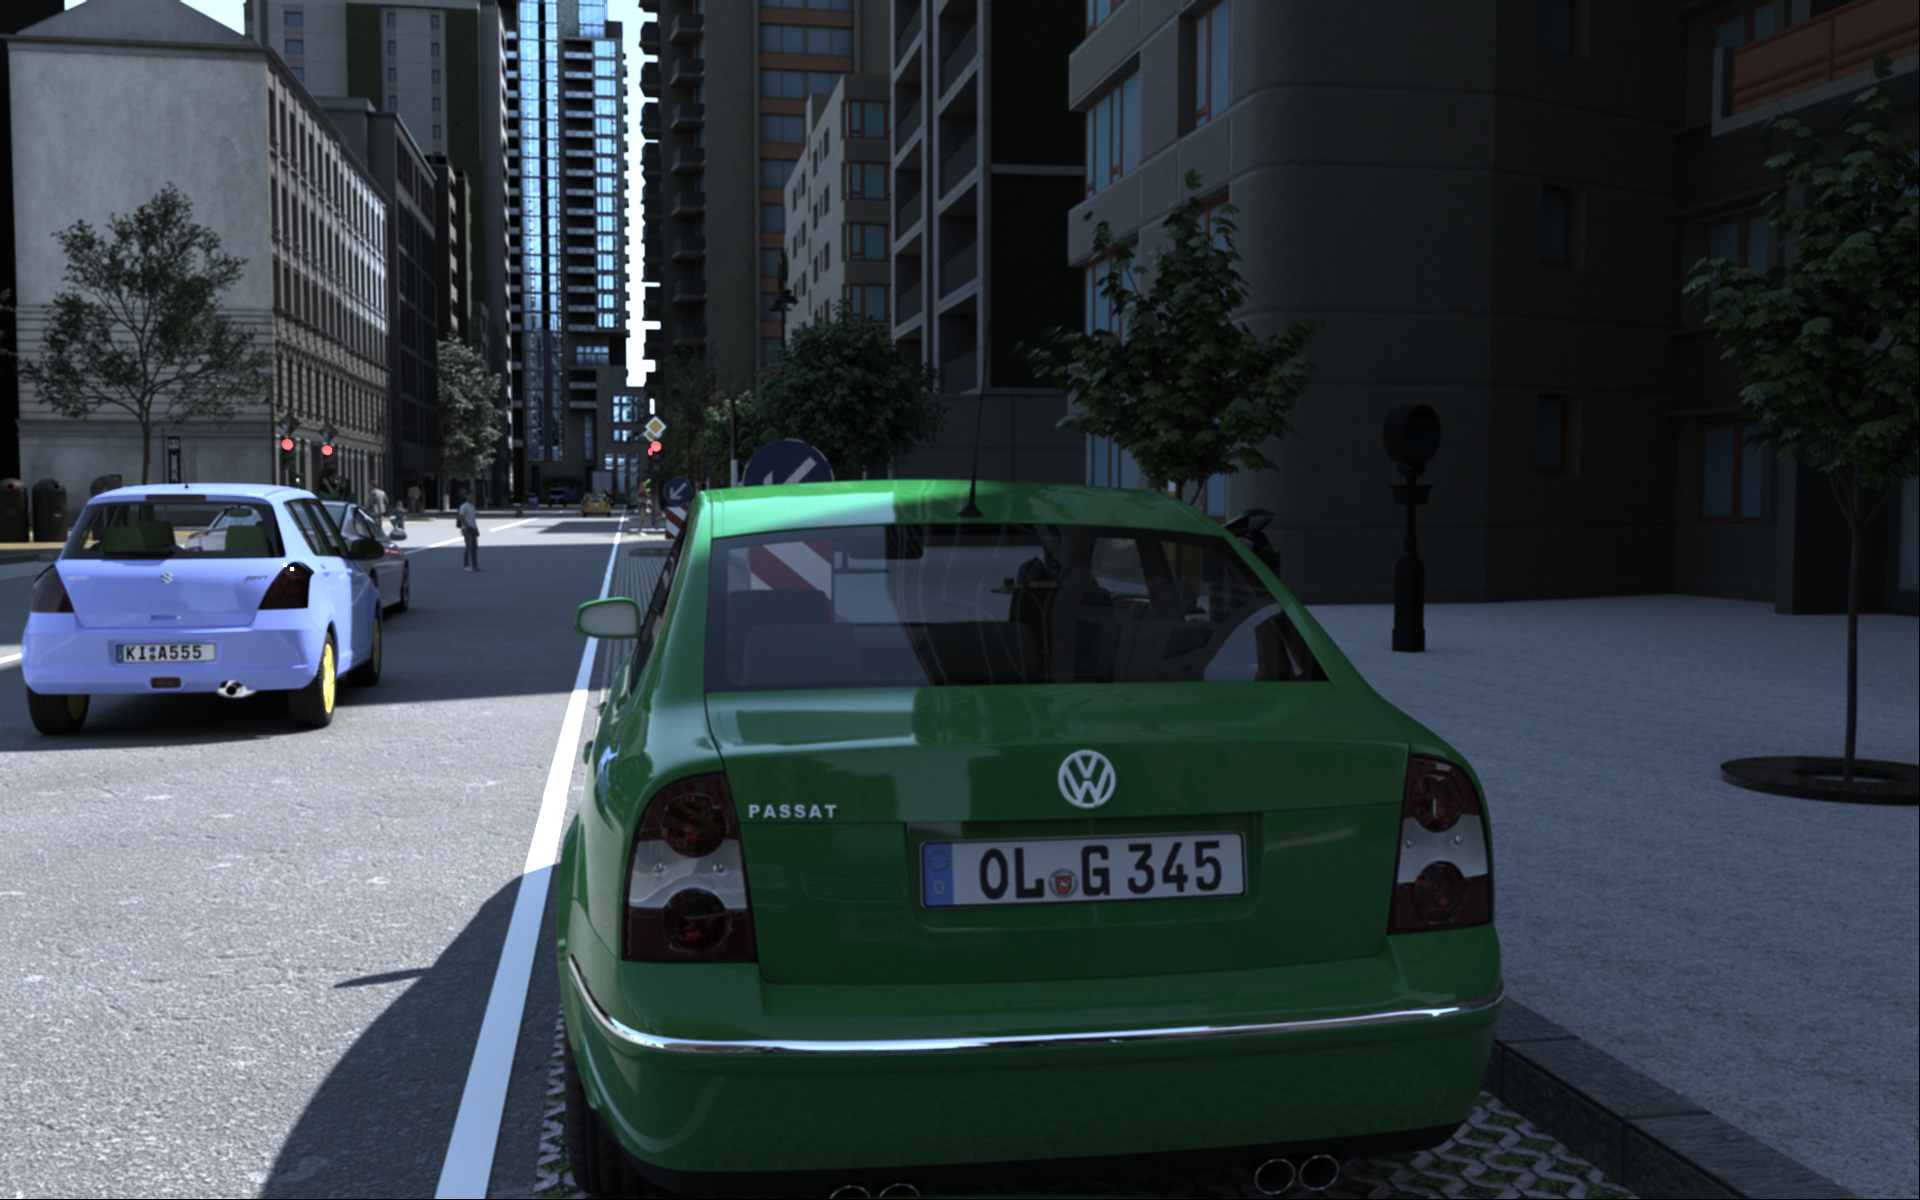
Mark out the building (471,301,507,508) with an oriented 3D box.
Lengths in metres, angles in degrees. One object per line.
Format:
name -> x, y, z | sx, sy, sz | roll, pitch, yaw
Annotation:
building -> -59.161, -19.706, 167.226 | 27.650, 21.520, 28.899 | -1, 4, -11

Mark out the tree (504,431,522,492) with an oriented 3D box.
tree -> -49.635, -14.523, 187.815 | 4.360, 8.622, 3.978 | 0, 3, 0

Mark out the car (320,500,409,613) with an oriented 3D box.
car -> -7.350, -0.432, 19.419 | 2.083, 1.381, 4.827 | -1, 4, -11

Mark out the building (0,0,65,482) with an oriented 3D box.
building -> -45.767, -14.633, 68.922 | 15.834, 23.373, 12.332 | -1, 4, -11

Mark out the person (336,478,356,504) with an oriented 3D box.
person -> -14.163, -1.907, 39.934 | 0.600, 1.795, 0.529 | -1, 4, -15

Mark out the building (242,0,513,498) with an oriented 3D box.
building -> -67.264, -40.360, 201.891 | 28.212, 58.520, 21.231 | -1, 4, -11

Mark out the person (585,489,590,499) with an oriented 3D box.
person -> -27.384, -7.240, 127.138 | 0.793, 1.790, 0.793 | 2, 4, 32

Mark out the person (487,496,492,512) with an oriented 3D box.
person -> -38.599, -7.879, 141.998 | 0.373, 1.253, 0.362 | -2, 4, -24

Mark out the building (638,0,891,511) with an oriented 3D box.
building -> -12.923, -29.144, 131.135 | 22.147, 44.769, 28.867 | -1, 4, -11

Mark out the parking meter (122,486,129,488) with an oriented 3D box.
parking meter -> -25.183, -2.673, 52.119 | 0.372, 1.533, 0.369 | 0, 3, 0

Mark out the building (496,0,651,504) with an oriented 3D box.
building -> -57.762, -56.272, 232.712 | 31.000, 86.520, 22.319 | -1, 4, -11

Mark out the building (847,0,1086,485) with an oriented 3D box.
building -> 7.538, -37.181, 46.168 | 20.563, 71.187, 20.611 | -1, 4, -11

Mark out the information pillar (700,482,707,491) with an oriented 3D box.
information pillar -> -15.148, -5.980, 102.266 | 0.304, 2.012, 0.304 | 1, 4, 10

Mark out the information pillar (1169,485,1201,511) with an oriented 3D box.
information pillar -> 2.402, -1.654, 18.403 | 0.183, 3.616, 0.504 | 3, 5, 43

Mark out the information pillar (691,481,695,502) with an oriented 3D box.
information pillar -> -14.566, -5.484, 94.159 | 0.304, 2.012, 0.304 | -1, 4, -12

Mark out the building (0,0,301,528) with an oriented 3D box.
building -> -33.043, -13.829, 75.258 | 9.793, 20.994, 18.267 | -1, 4, -11

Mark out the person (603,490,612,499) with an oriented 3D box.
person -> -37.066, -10.575, 181.035 | 1.348, 1.869, 0.705 | -1, 4, -15

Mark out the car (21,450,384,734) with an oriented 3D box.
car -> -4.968, -0.133, 11.760 | 1.945, 1.707, 3.694 | -1, 4, -12

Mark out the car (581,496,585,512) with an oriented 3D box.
car -> -29.507, -7.793, 139.414 | 2.014, 1.417, 4.499 | -1, 4, -9

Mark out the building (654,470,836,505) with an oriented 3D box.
building -> -26.742, -47.136, 208.930 | 20.563, 71.187, 20.611 | -1, 4, -11

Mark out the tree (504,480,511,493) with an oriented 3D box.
tree -> -51.251, -12.227, 194.508 | 1.663, 3.219, 1.824 | 0, 3, 0

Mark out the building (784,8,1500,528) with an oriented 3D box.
building -> 6.829, -14.840, 87.670 | 28.899, 21.520, 27.650 | -1, 4, -11

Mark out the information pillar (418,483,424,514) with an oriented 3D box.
information pillar -> -34.217, -6.448, 109.918 | 0.304, 2.012, 0.304 | -1, 4, -18

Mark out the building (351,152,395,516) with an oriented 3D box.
building -> -36.684, -14.922, 93.126 | 9.793, 20.994, 18.267 | -1, 4, -11

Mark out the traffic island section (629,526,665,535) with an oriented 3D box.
traffic island section -> -10.868, -2.442, 62.201 | 2.009, 0.180, 2.903 | -1, 4, -11

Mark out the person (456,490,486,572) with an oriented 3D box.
person -> -9.079, -1.286, 32.128 | 0.523, 1.515, 0.503 | -1, 4, -15

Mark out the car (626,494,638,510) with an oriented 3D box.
car -> -29.379, -9.102, 157.605 | 1.959, 1.807, 4.718 | -1, 4, -12

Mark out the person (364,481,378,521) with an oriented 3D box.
person -> -16.026, -2.333, 46.921 | 0.573, 1.790, 0.520 | -2, 4, -29

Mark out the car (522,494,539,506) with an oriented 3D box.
car -> -50.945, -11.980, 205.462 | 1.945, 1.707, 3.694 | -1, 4, -11

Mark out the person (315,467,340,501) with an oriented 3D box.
person -> -8.535, -0.896, 23.398 | 0.529, 1.795, 0.600 | 0, 4, -1

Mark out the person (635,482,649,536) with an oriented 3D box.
person -> -10.858, -3.104, 59.231 | 0.573, 1.828, 0.580 | -2, 4, -35

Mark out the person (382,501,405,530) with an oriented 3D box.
person -> -22.480, -3.359, 68.926 | 1.012, 1.151, 0.738 | -3, 5, -40

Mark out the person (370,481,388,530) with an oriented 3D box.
person -> -17.304, -2.620, 51.438 | 0.391, 1.810, 0.635 | 1, 4, 18

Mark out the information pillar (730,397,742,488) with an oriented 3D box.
information pillar -> -5.458, -3.088, 41.840 | 0.183, 3.616, 0.504 | -1, 4, -17

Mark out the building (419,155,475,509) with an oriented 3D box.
building -> -49.102, -22.924, 146.503 | 14.160, 30.474, 14.107 | -1, 4, -11

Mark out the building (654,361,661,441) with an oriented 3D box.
building -> -28.096, -24.346, 243.091 | 28.899, 21.520, 27.650 | -1, 4, -11

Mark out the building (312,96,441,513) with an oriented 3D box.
building -> -42.707, -19.563, 113.362 | 14.314, 27.812, 24.014 | -1, 4, -11

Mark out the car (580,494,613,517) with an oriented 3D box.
car -> -22.706, -5.995, 108.239 | 2.015, 1.641, 3.980 | -1, 4, -12

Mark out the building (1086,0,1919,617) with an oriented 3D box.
building -> 18.065, -10.481, 16.407 | 27.650, 21.520, 28.899 | -1, 4, -11

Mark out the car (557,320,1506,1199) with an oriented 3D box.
car -> -0.156, 0.230, 5.029 | 1.959, 1.807, 4.718 | -1, 4, -9
